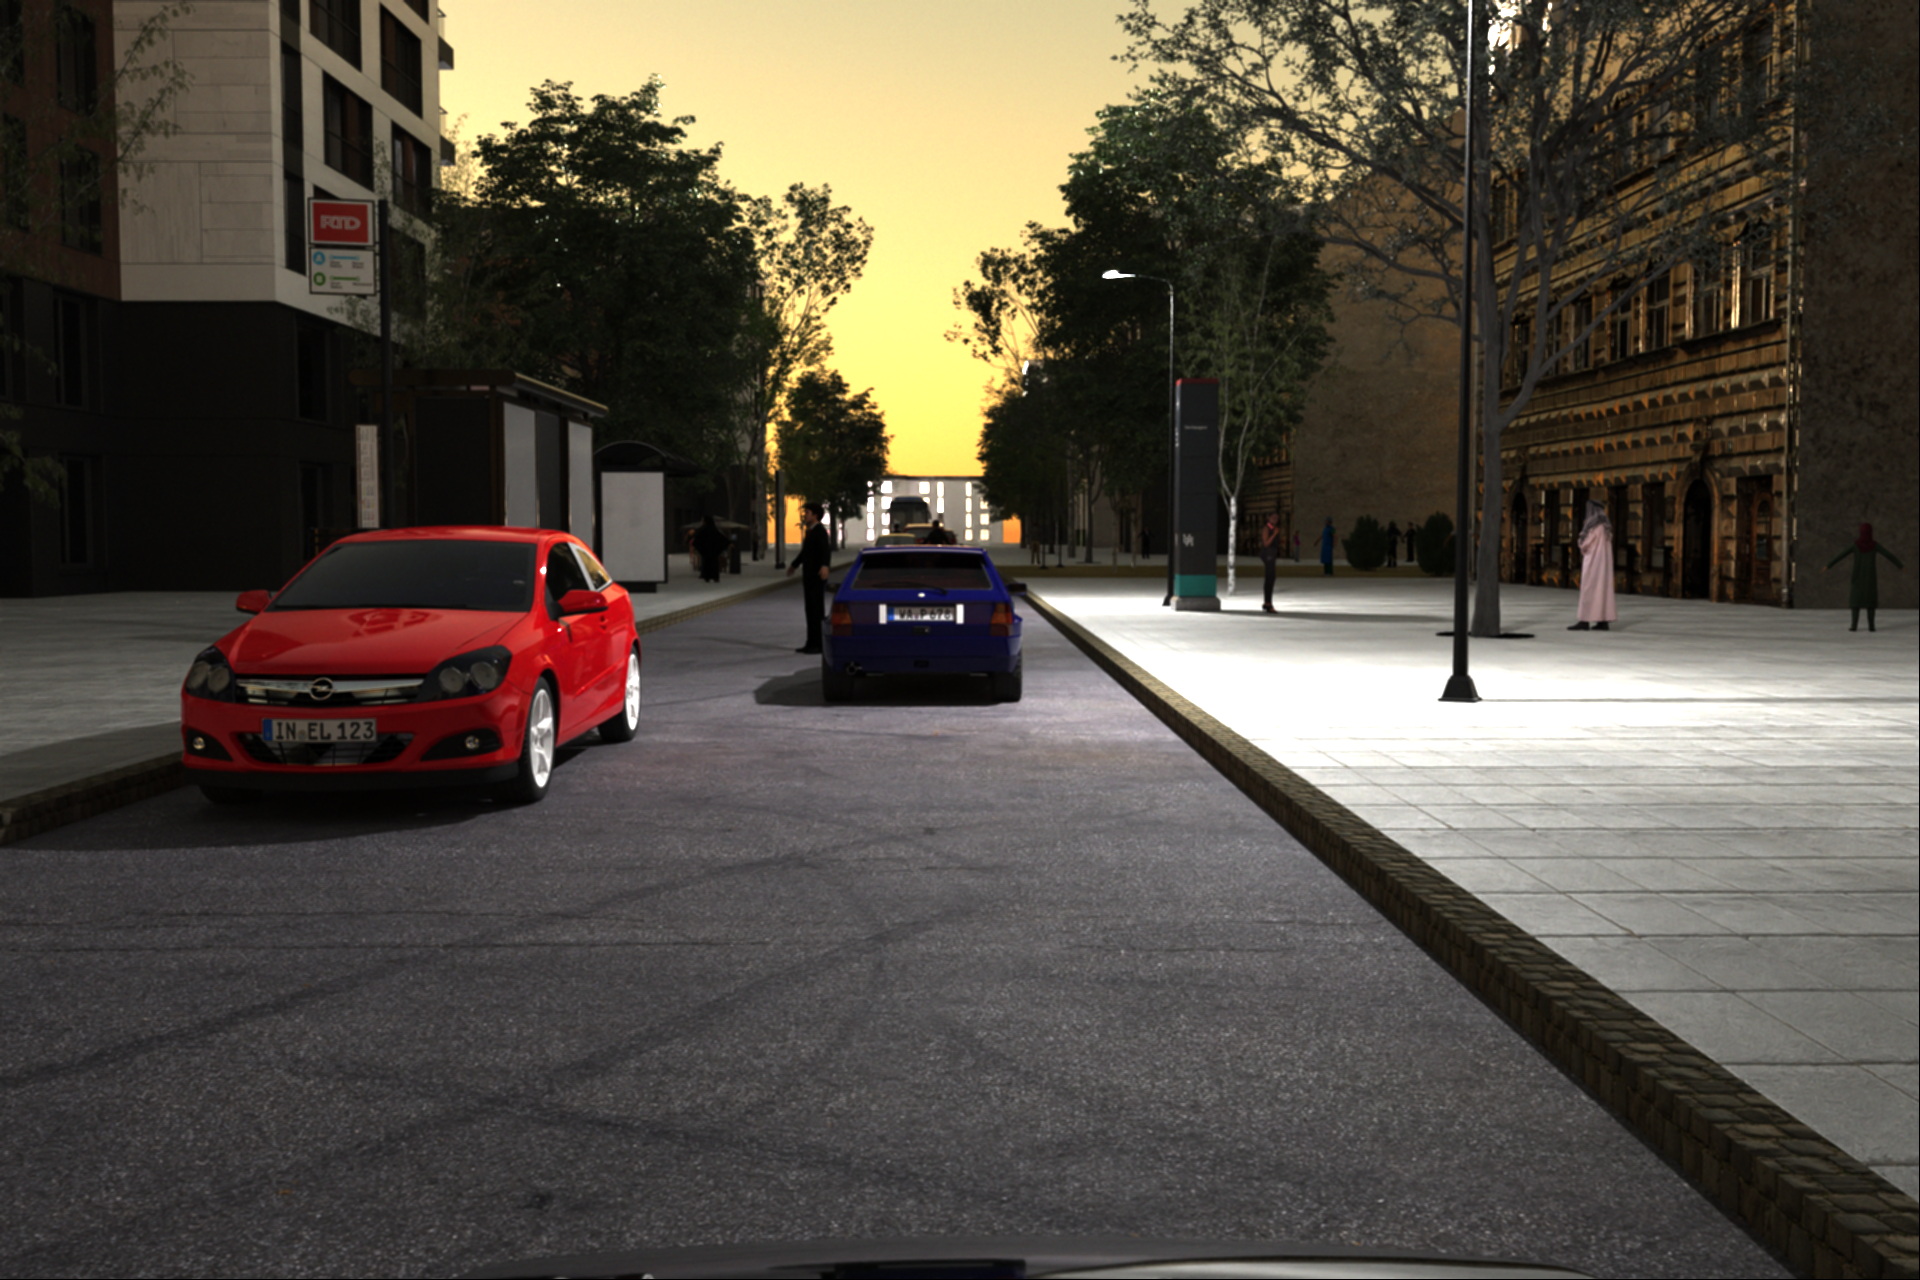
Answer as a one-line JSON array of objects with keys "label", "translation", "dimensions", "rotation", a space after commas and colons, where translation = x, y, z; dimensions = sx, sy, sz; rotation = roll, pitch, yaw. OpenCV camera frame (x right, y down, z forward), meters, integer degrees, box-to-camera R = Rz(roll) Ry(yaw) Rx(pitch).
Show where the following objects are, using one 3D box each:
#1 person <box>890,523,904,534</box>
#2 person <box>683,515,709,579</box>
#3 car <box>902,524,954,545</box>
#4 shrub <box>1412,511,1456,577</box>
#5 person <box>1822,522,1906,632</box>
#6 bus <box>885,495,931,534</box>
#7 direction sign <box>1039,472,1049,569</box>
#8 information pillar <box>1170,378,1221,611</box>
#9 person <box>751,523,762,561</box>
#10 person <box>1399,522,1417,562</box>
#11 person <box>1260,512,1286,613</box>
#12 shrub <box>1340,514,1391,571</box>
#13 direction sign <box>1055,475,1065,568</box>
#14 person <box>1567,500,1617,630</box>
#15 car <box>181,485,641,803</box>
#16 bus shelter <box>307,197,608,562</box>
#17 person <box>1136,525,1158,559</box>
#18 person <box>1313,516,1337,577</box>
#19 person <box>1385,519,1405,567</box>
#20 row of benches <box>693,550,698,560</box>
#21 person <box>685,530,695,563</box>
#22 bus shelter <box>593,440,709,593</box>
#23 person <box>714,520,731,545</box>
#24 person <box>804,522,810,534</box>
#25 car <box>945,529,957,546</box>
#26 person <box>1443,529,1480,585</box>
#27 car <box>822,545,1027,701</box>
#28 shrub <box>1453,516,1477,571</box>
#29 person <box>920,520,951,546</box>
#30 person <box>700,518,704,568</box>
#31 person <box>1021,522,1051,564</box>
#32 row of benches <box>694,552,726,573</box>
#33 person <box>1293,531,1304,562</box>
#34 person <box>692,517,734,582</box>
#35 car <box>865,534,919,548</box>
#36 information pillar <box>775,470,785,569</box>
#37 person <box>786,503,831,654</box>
[{"label": "person", "translation": [-2.251, -3.220, 61.241], "dimensions": [1.346, 1.812, 0.704], "rotation": [-1, 4, -16]}, {"label": "person", "translation": [-7.322, -2.682, 49.919], "dimensions": [1.348, 1.821, 0.705], "rotation": [-2, 4, -30]}, {"label": "car", "translation": [-1.343, -3.446, 65.022], "dimensions": [2.281, 1.827, 5.304], "rotation": [0, 4, -1]}, {"label": "shrub", "translation": [14.477, -2.928, 52.296], "dimensions": [1.690, 2.028, 1.600], "rotation": [0, 3, 0]}, {"label": "person", "translation": [11.945, -0.836, 22.885], "dimensions": [0.989, 1.438, 0.599], "rotation": [2, 4, 23]}, {"label": "bus", "translation": [-3.269, -7.498, 114.137], "dimensions": [2.896, 3.916, 12.251], "rotation": [0, 4, 0]}, {"label": "direction sign", "translation": [3.066, -4.363, 63.334], "dimensions": [0.379, 3.537, 0.876], "rotation": [0, 4, 0]}, {"label": "information pillar", "translation": [3.967, -2.429, 29.097], "dimensions": [0.750, 3.857, 0.750], "rotation": [0, 4, 0]}, {"label": "person", "translation": [-9.701, -4.658, 82.292], "dimensions": [0.705, 1.813, 1.348], "rotation": [1, 4, 10]}, {"label": "person", "translation": [20.651, -4.499, 79.498], "dimensions": [0.705, 1.837, 1.347], "rotation": [-1, 4, -22]}, {"label": "person", "translation": [5.108, -1.265, 28.195], "dimensions": [0.415, 1.643, 0.593], "rotation": [-1, 4, -19]}, {"label": "shrub", "translation": [14.144, -3.418, 60.308], "dimensions": [1.690, 2.028, 1.600], "rotation": [0, 3, 0]}, {"label": "direction sign", "translation": [3.841, -4.549, 66.377], "dimensions": [0.379, 3.537, 0.876], "rotation": [0, 4, -2]}, {"label": "person", "translation": [8.464, -1.004, 23.120], "dimensions": [0.621, 1.740, 0.551], "rotation": [2, 4, 25]}, {"label": "car", "translation": [-3.131, -0.093, 10.560], "dimensions": [2.155, 1.783, 4.494], "rotation": [0, 4, -1]}, {"label": "bus shelter", "translation": [-6.705, -2.803, 23.464], "dimensions": [2.179, 5.291, 8.768], "rotation": [0, 4, 0]}, {"label": "person", "translation": [9.620, -5.045, 89.204], "dimensions": [1.216, 1.740, 0.721], "rotation": [-1, 4, -22]}, {"label": "person", "translation": [11.104, -2.830, 52.400], "dimensions": [0.704, 1.817, 1.347], "rotation": [-1, 4, -16]}, {"label": "person", "translation": [16.640, -3.730, 66.761], "dimensions": [0.705, 1.856, 1.354], "rotation": [-3, 4, -36]}, {"label": "row of benches", "translation": [-10.336, -3.314, 69.654], "dimensions": [1.422, 0.672, 4.104], "rotation": [-1, 4, -11]}, {"label": "person", "translation": [-11.582, -4.201, 75.496], "dimensions": [1.217, 1.733, 0.721], "rotation": [3, 5, 39]}, {"label": "bus shelter", "translation": [-7.177, -2.824, 40.097], "dimensions": [2.014, 3.302, 5.546], "rotation": [0, 4, -1]}, {"label": "person", "translation": [-8.855, -3.430, 61.937], "dimensions": [1.347, 1.847, 0.705], "rotation": [-1, 4, -16]}, {"label": "person", "translation": [-5.347, -3.390, 61.898], "dimensions": [0.721, 1.772, 1.216], "rotation": [0, 4, -7]}, {"label": "car", "translation": [-1.315, -7.572, 132.478], "dimensions": [2.281, 1.827, 5.304], "rotation": [0, 4, -2]}, {"label": "person", "translation": [12.739, -2.259, 43.710], "dimensions": [1.217, 1.739, 0.721], "rotation": [3, 5, 43]}, {"label": "car", "translation": [-0.328, -0.221, 16.188], "dimensions": [1.945, 1.354, 3.894], "rotation": [0, 4, 0]}, {"label": "shrub", "translation": [17.773, -3.426, 60.056], "dimensions": [1.661, 2.075, 1.752], "rotation": [0, 3, 0]}, {"label": "person", "translation": [-0.653, -2.266, 45.738], "dimensions": [1.346, 1.802, 0.704], "rotation": [-3, 5, -43]}, {"label": "person", "translation": [-7.739, -2.871, 52.903], "dimensions": [1.349, 1.833, 0.705], "rotation": [3, 5, 42]}, {"label": "person", "translation": [3.260, -4.178, 74.580], "dimensions": [1.348, 1.796, 0.705], "rotation": [1, 4, 12]}, {"label": "row of benches", "translation": [-8.536, -2.668, 59.078], "dimensions": [1.422, 0.672, 4.104], "rotation": [-1, 4, -15]}, {"label": "person", "translation": [15.567, -4.305, 79.649], "dimensions": [0.599, 1.433, 0.991], "rotation": [-1, 4, -15]}, {"label": "person", "translation": [-6.595, -2.407, 46.145], "dimensions": [1.214, 1.737, 0.721], "rotation": [1, 4, 17]}, {"label": "car", "translation": [-2.062, -2.840, 56.660], "dimensions": [2.015, 1.641, 3.980], "rotation": [0, 3, 0]}, {"label": "information pillar", "translation": [-6.650, -4.446, 64.008], "dimensions": [0.184, 3.620, 1.656], "rotation": [0, 4, 2]}, {"label": "person", "translation": [-1.779, -0.746, 20.838], "dimensions": [0.705, 1.806, 1.347], "rotation": [-2, 4, -23]}]
